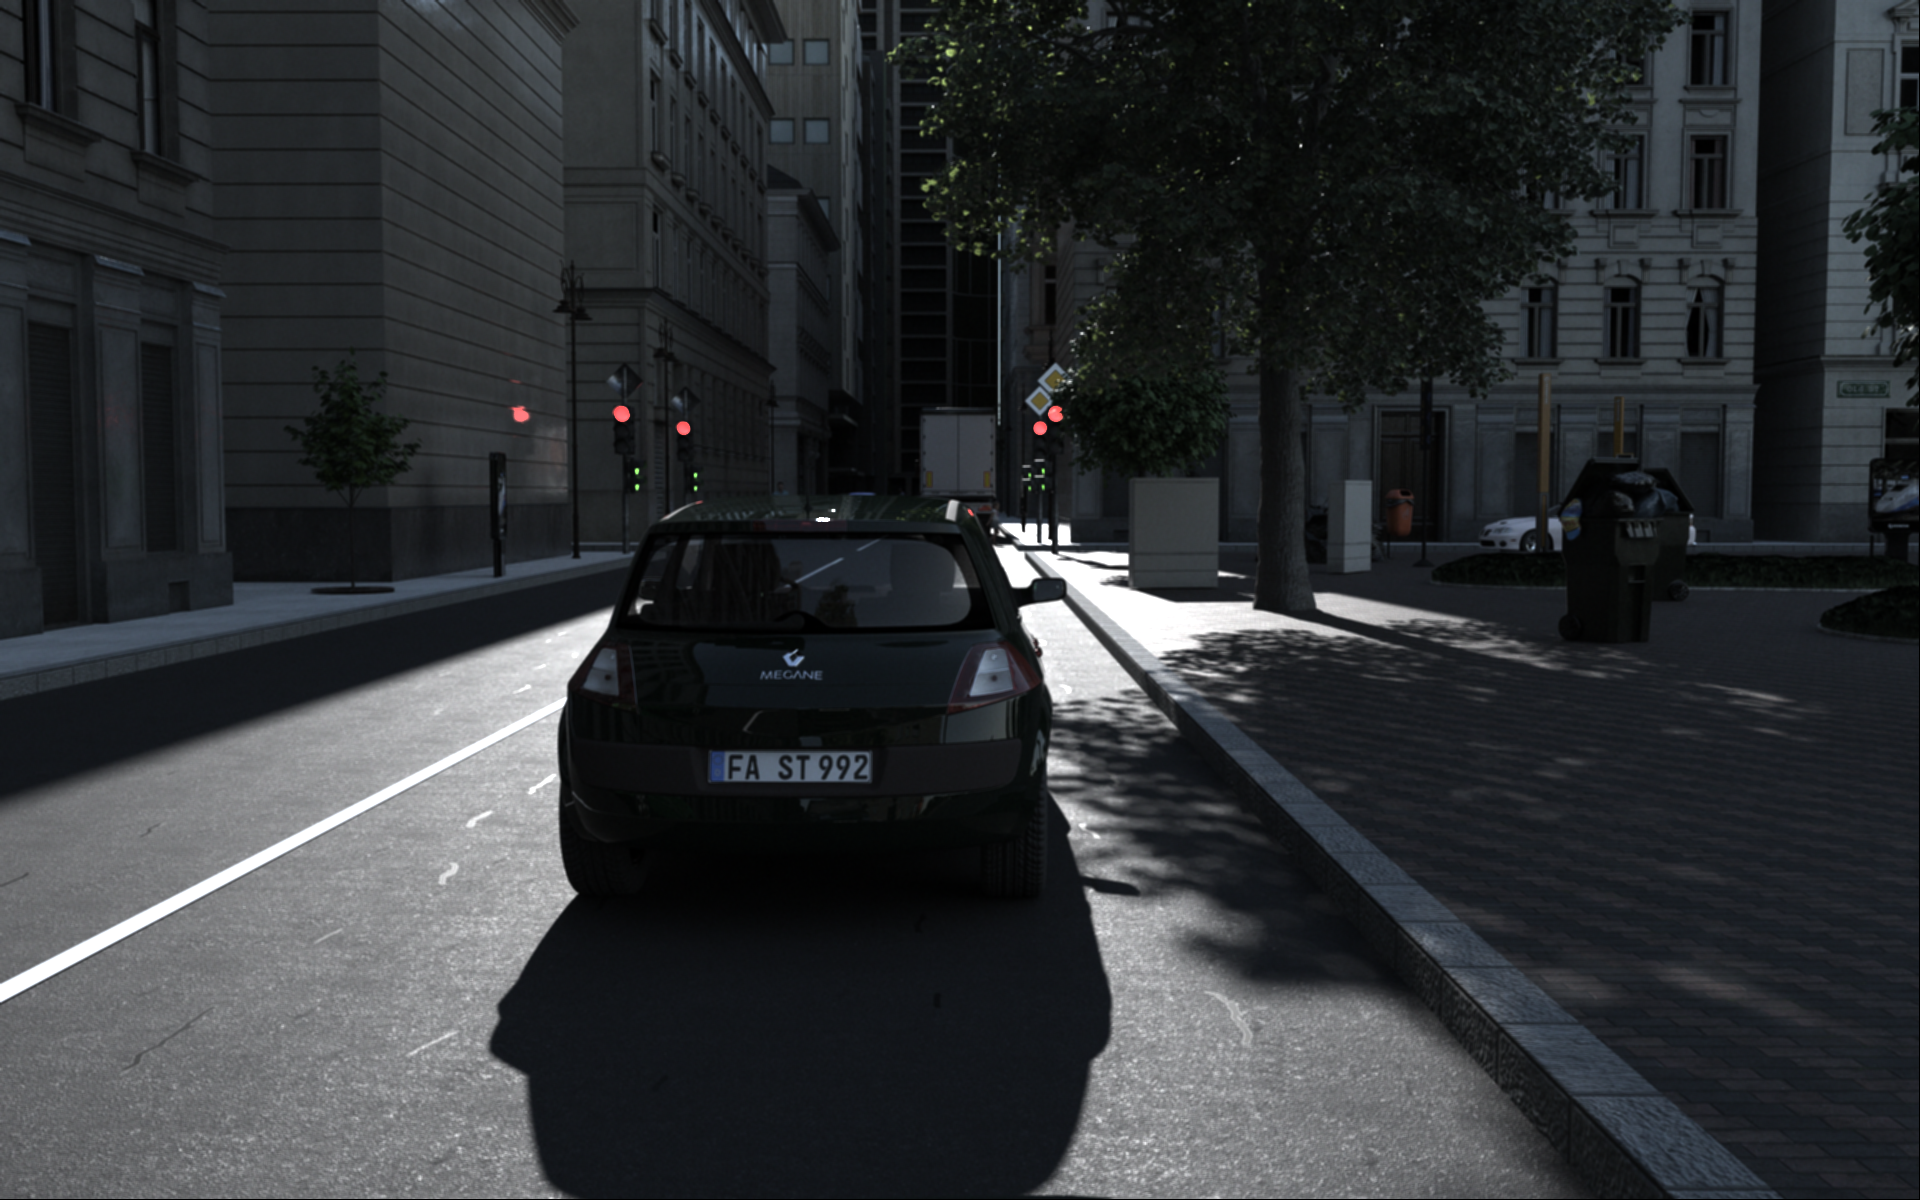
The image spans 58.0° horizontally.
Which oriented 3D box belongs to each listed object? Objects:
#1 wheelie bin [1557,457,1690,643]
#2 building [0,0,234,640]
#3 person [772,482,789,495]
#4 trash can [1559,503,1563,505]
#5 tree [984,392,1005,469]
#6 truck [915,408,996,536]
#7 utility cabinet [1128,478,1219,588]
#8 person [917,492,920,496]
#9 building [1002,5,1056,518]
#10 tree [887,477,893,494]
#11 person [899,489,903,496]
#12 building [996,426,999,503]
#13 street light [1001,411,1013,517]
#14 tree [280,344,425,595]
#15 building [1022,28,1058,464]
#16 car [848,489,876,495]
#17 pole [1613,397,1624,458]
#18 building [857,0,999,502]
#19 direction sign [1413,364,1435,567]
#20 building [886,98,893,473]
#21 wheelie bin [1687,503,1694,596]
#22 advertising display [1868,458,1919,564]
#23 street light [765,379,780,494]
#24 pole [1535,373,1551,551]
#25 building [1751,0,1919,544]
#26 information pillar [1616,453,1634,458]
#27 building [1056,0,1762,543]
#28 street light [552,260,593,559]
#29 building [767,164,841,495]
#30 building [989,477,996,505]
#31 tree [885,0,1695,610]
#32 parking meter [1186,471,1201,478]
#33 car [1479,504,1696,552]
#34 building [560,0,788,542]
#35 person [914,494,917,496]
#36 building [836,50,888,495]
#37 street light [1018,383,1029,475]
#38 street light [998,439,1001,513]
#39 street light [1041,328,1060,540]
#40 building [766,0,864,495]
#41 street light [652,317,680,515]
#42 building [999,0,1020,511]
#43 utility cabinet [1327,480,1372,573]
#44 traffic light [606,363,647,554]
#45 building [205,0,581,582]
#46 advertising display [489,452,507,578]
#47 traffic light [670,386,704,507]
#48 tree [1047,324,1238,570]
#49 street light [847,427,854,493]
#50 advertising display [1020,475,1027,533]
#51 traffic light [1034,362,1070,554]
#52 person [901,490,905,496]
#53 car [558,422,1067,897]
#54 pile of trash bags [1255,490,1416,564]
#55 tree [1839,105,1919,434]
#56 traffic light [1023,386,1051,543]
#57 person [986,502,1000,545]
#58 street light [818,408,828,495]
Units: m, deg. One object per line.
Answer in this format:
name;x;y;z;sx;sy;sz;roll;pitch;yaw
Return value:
wheelie bin;5.711;-0.441;15.126;0.980;1.594;0.693;-2;4;-30
building;-13.125;-9.869;10.513;9.793;20.994;18.267;0;4;0
person;-5.721;-2.876;55.544;0.660;1.820;0.620;-1;4;-21
trash can;10.211;-1.027;28.443;0.748;1.137;0.748;0;3;0
tree;3.653;-10.607;123.780;4.360;8.622;3.978;0;3;0
truck;-0.204;-4.475;62.084;2.839;4.237;11.283;0;4;-1
utility cabinet;2.892;-0.906;23.484;1.173;1.500;0.318;0;4;-8
person;-4.696;-11.457;196.735;0.541;1.710;0.530;-2;4;-34
building;8.439;-20.024;104.878;11.434;29.767;29.804;0;4;0
tree;-7.004;-10.503;166.319;1.663;3.219;1.824;0;3;0
person;-4.349;-7.184;126.040;0.705;1.814;1.350;-1;4;-20
building;14.732;-51.506;154.798;22.319;86.520;31.000;0;4;0
street light;2.679;-7.536;96.000;0.468;5.910;1.993;0;4;0
tree;-7.860;-1.700;22.400;1.663;3.219;1.824;0;3;0
building;9.902;-15.519;72.823;14.460;24.649;34.723;0;4;0
car;-4.189;-3.937;73.963;1.945;1.707;3.694;0;4;2
pole;13.798;-2.599;36.336;0.158;3.312;0.155;0;3;0
building;-5.477;-47.332;212.131;20.611;71.187;20.563;0;4;0
direction sign;8.219;-2.361;30.592;0.379;3.537;0.876;0;4;4
building;-22.654;-34.527;184.131;30.456;49.044;23.786;0;4;0
wheelie bin;8.423;-0.799;20.973;0.693;1.594;0.980;0;4;-3
advertising display;16.793;-1.578;31.019;0.974;1.923;0.123;0;4;4
street light;-7.511;-5.910;69.413;0.468;5.910;1.993;0;4;0
pole;9.900;-2.175;29.405;0.158;3.312;0.155;0;3;0
building;43.774;-16.846;51.841;44.131;29.872;17.030;0;4;0
information pillar;11.983;-1.639;31.286;0.304;2.012;0.304;1;4;21
building;11.822;-12.244;49.344;18.267;20.994;9.793;0;4;0
street light;-7.651;-3.766;34.362;0.468;5.910;1.993;0;4;0
building;-13.226;-14.932;95.055;10.553;20.767;40.483;0;4;0
building;19.270;-30.077;183.638;32.217;40.220;23.993;0;4;0
tree;3.615;-6.865;18.897;9.857;13.997;8.962;0;3;0
parking meter;5.975;-2.363;44.344;0.255;1.863;0.399;2;4;33
car;14.506;-1.700;40.155;4.827;1.381;2.083;0;4;-1
building;-15.464;-13.837;59.515;16.112;22.955;30.059;0;4;0
person;-4.967;-10.873;189.463;0.799;1.438;0.628;1;4;21
building;-13.898;-28.835;155.043;14.154;41.232;14.086;0;4;0
street light;2.636;-6.082;72.224;0.468;5.910;1.993;0;4;0
street light;2.849;-8.991;119.795;0.468;5.910;1.993;0;4;0
street light;2.527;-4.628;48.449;0.468;5.910;1.993;0;4;0
building;-21.570;-33.269;133.184;28.713;52.752;27.495;0;4;0
street light;-7.662;-4.434;45.277;0.468;5.910;1.993;0;4;0
building;10.052;-27.529;133.699;14.154;41.232;14.086;0;4;0
utility cabinet;6.322;-1.191;28.151;0.318;1.500;1.173;2;4;34
traffic light;-7.144;-2.943;37.041;0.839;4.253;0.868;0;4;0
building;-20.341;-14.245;30.164;25.104;27.353;12.463;0;4;0
advertising display;-7.176;-1.329;26.946;0.123;1.923;0.974;0;4;-7
traffic light;-7.112;-3.432;45.026;0.839;4.253;0.868;0;4;0
tree;3.127;-2.818;29.786;4.285;4.588;4.351;0;3;0
street light;-7.368;-8.818;116.963;0.468;5.910;1.993;0;4;0
advertising display;2.112;-3.205;57.607;0.123;1.923;0.974;0;4;-4
traffic light;2.017;-2.942;37.020;0.839;4.253;0.868;0;4;0
person;-5.455;-9.354;161.306;0.599;1.838;0.709;3;4;36
car;-0.515;0.136;7.560;2.009;1.686;4.222;0;4;1
pile of trash bags;7.443;-1.439;33.277;3.447;1.369;1.912;-2;4;-34
tree;7.443;-1.677;11.135;4.285;4.588;4.351;0;3;0
traffic light;2.050;-3.430;45.005;0.839;4.253;0.868;0;4;0
person;0.939;-2.159;48.807;0.382;1.210;0.505;0;4;5
street light;-7.366;-7.364;93.188;0.468;5.910;1.993;0;4;0
